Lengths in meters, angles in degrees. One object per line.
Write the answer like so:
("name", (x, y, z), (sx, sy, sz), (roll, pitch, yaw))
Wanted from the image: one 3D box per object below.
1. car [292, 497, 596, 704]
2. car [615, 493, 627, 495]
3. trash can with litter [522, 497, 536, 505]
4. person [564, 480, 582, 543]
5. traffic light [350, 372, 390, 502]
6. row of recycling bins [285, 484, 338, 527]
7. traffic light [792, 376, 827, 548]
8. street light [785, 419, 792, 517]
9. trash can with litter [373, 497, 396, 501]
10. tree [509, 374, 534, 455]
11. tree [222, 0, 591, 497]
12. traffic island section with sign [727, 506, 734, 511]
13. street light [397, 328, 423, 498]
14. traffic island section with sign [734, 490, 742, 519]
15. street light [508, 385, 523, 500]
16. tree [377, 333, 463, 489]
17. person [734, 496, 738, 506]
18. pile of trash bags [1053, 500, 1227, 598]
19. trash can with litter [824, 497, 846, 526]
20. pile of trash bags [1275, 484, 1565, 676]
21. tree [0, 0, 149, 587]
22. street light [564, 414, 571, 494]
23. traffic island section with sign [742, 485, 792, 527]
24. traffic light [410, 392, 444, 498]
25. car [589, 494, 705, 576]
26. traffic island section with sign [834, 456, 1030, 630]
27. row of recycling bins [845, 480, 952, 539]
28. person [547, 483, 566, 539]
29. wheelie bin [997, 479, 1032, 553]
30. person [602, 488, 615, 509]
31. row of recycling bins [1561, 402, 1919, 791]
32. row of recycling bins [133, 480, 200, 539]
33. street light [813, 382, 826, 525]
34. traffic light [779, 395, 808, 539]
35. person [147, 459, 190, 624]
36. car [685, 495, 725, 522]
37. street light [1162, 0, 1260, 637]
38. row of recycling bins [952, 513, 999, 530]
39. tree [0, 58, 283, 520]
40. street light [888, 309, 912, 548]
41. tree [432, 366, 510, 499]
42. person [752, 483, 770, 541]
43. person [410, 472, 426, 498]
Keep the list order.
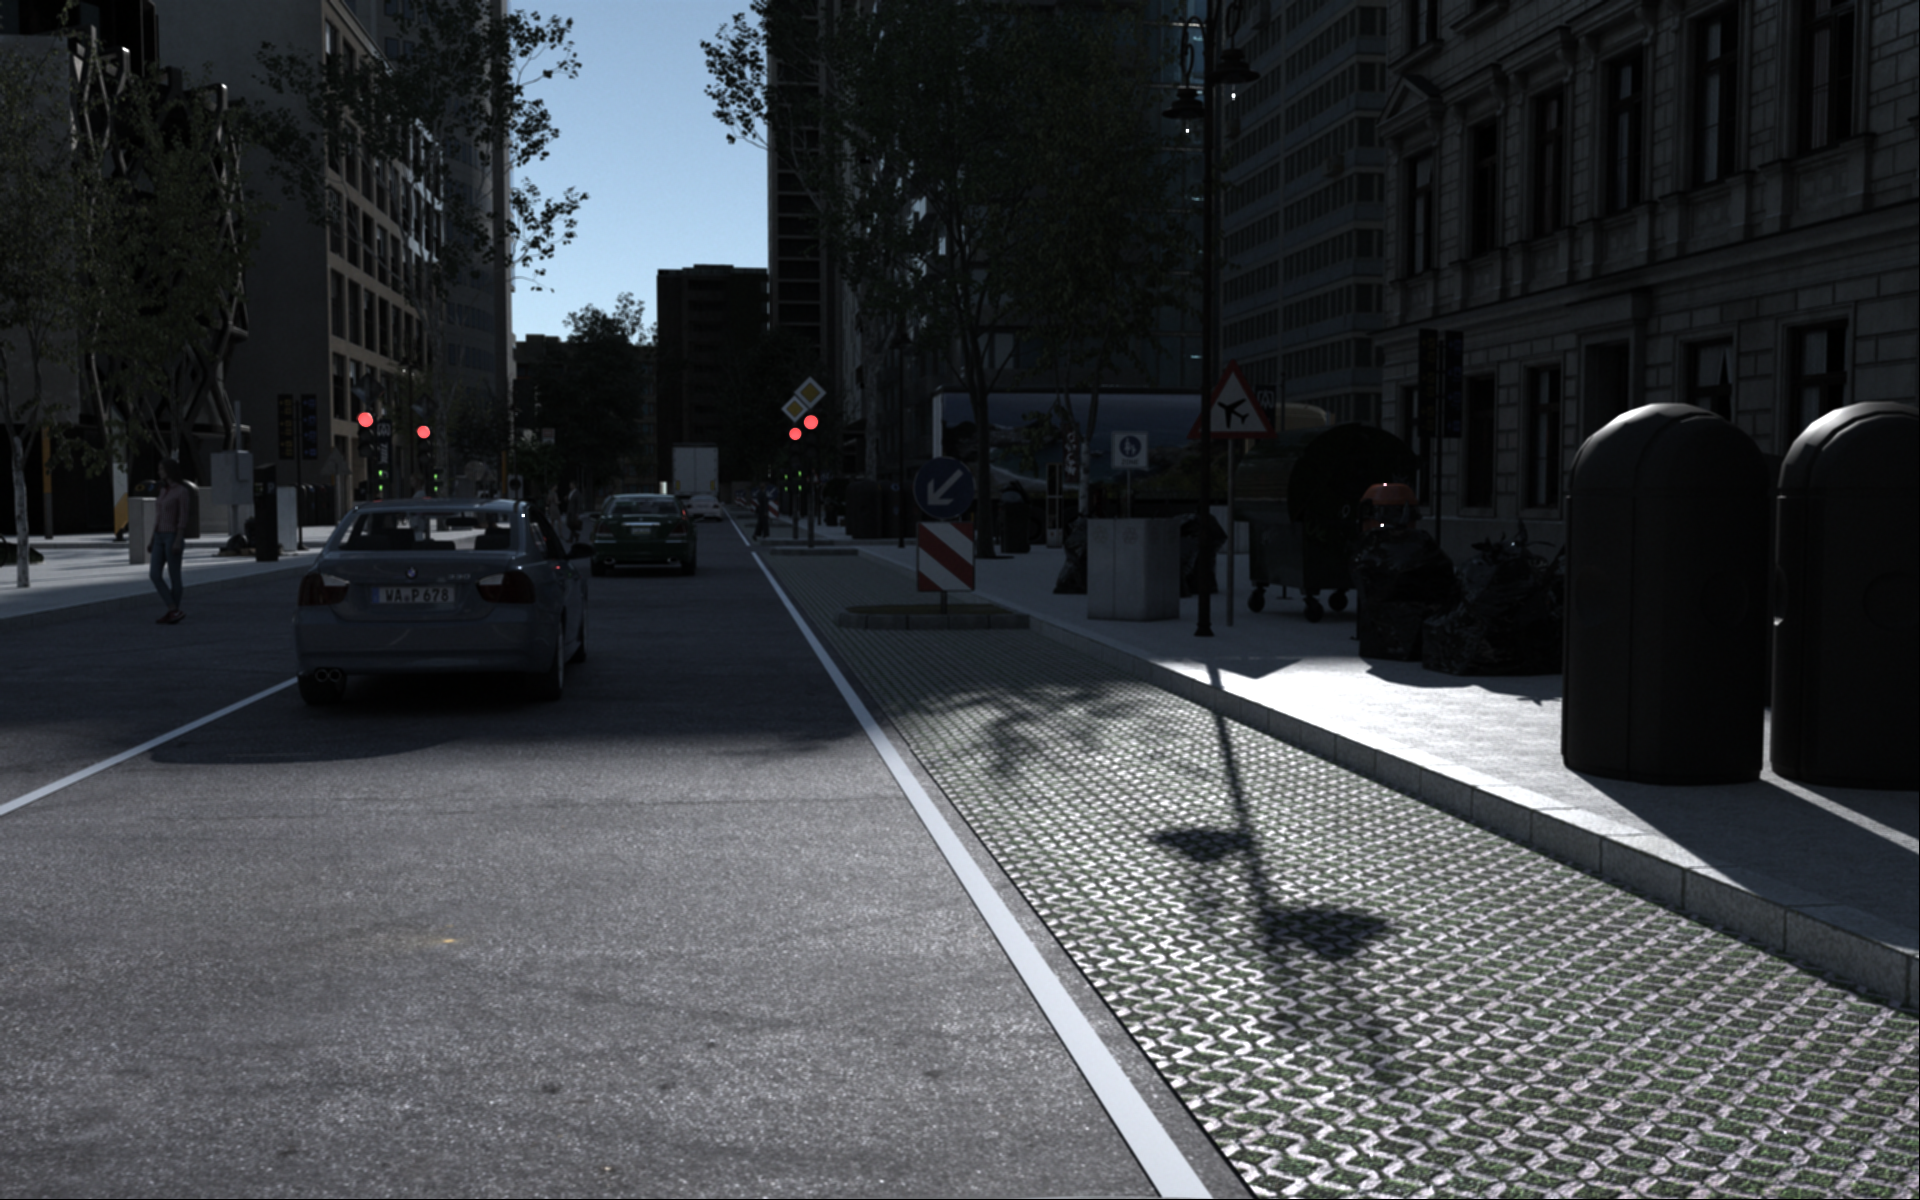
("car", (-3.825, -0.073, 13.194), (2.014, 1.417, 4.499), (-1, 4, -9))
("car", (-21.116, -6.129, 109.003), (1.959, 1.807, 4.718), (-1, 4, -10))
("trash can with litter", (-19.263, -4.046, 77.534), (0.624, 1.170, 1.055), (0, 4, 1))
("person", (-11.344, -2.596, 50.905), (0.622, 1.834, 0.822), (2, 4, 26))
("traffic light", (-13.594, -3.117, 39.891), (0.839, 4.253, 0.868), (0, 4, -8))
("row of recycling bins", (-26.086, -3.817, 69.520), (1.069, 1.692, 3.534), (0, 4, 6))
("traffic light", (-3.585, -3.205, 41.322), (0.839, 4.253, 0.868), (0, 4, -8))
("street light", (-9.525, -7.605, 97.126), (0.468, 5.910, 1.993), (0, 4, -8))
("trash can with litter", (-20.901, -3.129, 62.550), (0.624, 1.170, 1.055), (0, 4, 7))
("tree", (-28.057, -9.496, 105.615), (4.360, 8.622, 3.978), (0, 3, 0))
("tree", (-18.536, -12.346, 57.749), (12.611, 20.169, 13.585), (0, 3, 0))
("traffic island section with sign", (-19.019, -8.673, 150.434), (1.989, 1.847, 2.006), (0, 4, -8))
("street light", (-15.297, -4.619, 48.307), (0.468, 5.910, 1.993), (0, 4, -8))
("traffic island section with sign", (-12.080, -5.682, 101.525), (1.989, 1.847, 2.006), (0, 4, -8))
("street light", (-18.896, -6.172, 73.694), (0.468, 5.910, 1.993), (0, 4, -8))
("tree", (-24.480, -7.854, 78.771), (4.737, 8.622, 4.395), (0, 3, 0))
("person", (-24.744, -11.237, 192.737), (0.721, 1.766, 1.217), (2, 4, 29))
("pile of trash bags", (2.806, -0.748, 21.987), (3.447, 1.369, 1.912), (3, 5, 44))
("trash can with litter", (-4.871, -3.523, 68.993), (1.055, 1.170, 0.624), (1, 4, 13))
("pile of trash bags", (4.013, -0.254, 13.900), (1.912, 1.369, 3.447), (-1, 4, -11))
("tree", (-12.945, -4.464, 23.351), (4.360, 8.622, 3.978), (0, 3, 0))
("street light", (-22.601, -7.771, 99.840), (0.468, 5.910, 1.993), (0, 4, -8))
("traffic island section with sign", (-8.294, -4.049, 74.836), (1.989, 1.847, 2.006), (0, 4, -8))
("traffic light", (-14.716, -3.601, 47.797), (0.839, 4.253, 0.868), (0, 4, -8))
("car", (-5.763, -1.223, 31.796), (2.131, 1.459, 4.920), (-1, 4, -8))
("traffic island section with sign", (-0.373, -0.639, 19.078), (1.989, 1.847, 2.006), (0, 4, -8))
("row of recycling bins", (-1.835, -2.642, 50.313), (1.069, 1.692, 3.534), (3, 5, 39))
("person", (-12.794, -2.815, 54.868), (0.599, 1.781, 0.374), (3, 5, 41))
("wheelie bin", (1.177, -1.818, 37.633), (0.693, 1.594, 0.980), (-1, 4, -12))
("person", (-9.845, -2.359, 48.885), (0.330, 1.601, 0.589), (-3, 5, -40))
("row of recycling bins", (4.590, -0.043, 7.809), (3.534, 1.692, 1.069), (0, 4, 5))
("row of recycling bins", (-23.300, -2.678, 50.898), (1.069, 1.692, 3.534), (-3, 5, -43))
("street light", (-5.814, -6.033, 71.431), (0.468, 5.910, 1.993), (0, 4, -8))
("traffic light", (-4.707, -3.689, 49.228), (0.839, 4.253, 0.868), (0, 4, -8))
("person", (-8.779, -0.652, 19.175), (0.555, 1.821, 0.388), (1, 4, 20))
("car", (-13.306, -4.759, 90.173), (2.083, 1.381, 4.827), (0, 4, -6))
("street light", (2.208, -2.612, 15.490), (0.468, 5.910, 1.993), (0, 4, -8))
("row of recycling bins", (-0.006, -3.341, 61.735), (3.534, 1.692, 1.069), (-2, 4, -23))
("tree", (-13.460, -4.810, 29.004), (4.737, 8.622, 4.395), (0, 3, 0))
("street light", (-1.402, -4.188, 41.264), (0.468, 5.910, 1.993), (0, 4, -8))
("tree", (-28.056, -9.092, 99.022), (4.360, 8.622, 3.978), (0, 3, 0))
("person", (-6.035, -2.685, 52.821), (0.576, 1.772, 0.534), (2, 4, 32))
("person", (-8.710, -1.168, 27.953), (0.624, 1.780, 0.694), (0, 4, -1))
